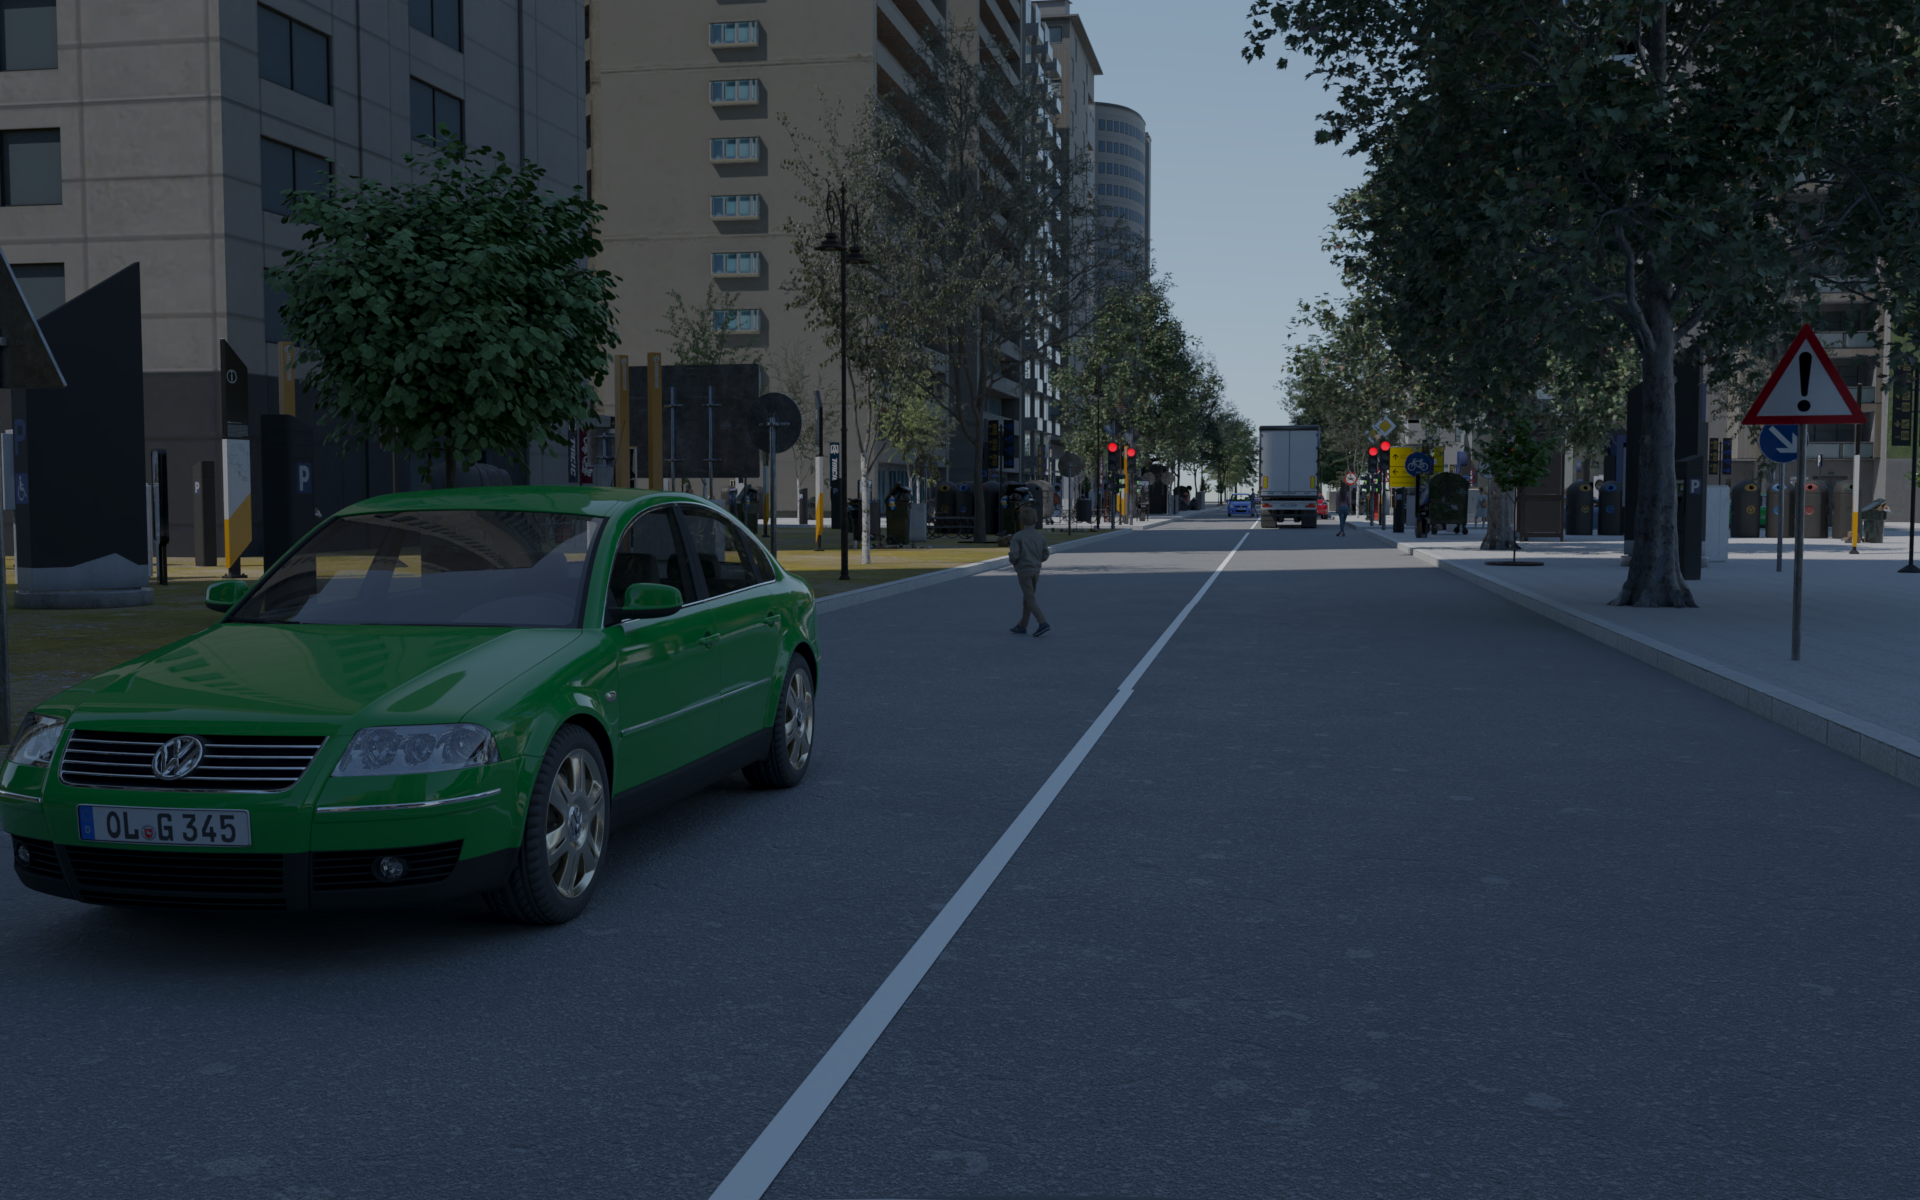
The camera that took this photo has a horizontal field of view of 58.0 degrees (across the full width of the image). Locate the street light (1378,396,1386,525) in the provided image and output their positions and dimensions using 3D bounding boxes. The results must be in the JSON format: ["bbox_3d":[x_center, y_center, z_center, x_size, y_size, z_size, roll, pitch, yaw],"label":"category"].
[{"bbox_3d":[17.299,-6.015,71.133,0.468,5.910,1.993,1,4,10],"label":"street light"}]

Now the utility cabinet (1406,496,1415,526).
[{"bbox_3d":[18.554,-3.593,69.903,1.020,1.237,0.306,1,4,22],"label":"utility cabinet"}]

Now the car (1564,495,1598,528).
[{"bbox_3d":[23.495,-3.244,65.045,4.499,1.417,2.014,1,4,10],"label":"car"}]

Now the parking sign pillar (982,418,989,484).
[{"bbox_3d":[0.783,-4.446,61.163,1.447,3.967,1.447,0,4,-1],"label":"parking sign pillar"}]

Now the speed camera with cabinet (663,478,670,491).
[{"bbox_3d":[-24.282,-9.320,146.712,2.038,3.252,0.660,-3,5,-45],"label":"speed camera with cabinet"}]

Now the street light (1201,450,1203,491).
[{"bbox_3d":[20.684,-10.701,147.747,0.468,5.910,1.993,1,4,10],"label":"street light"}]

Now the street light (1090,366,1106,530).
[{"bbox_3d":[4.996,-5.490,62.543,0.468,5.910,1.993,1,4,10],"label":"street light"}]

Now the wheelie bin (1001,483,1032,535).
[{"bbox_3d":[1.659,-2.546,49.537,0.980,1.594,0.693,-3,4,-37],"label":"wheelie bin"}]

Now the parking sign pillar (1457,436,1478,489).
[{"bbox_3d":[22.791,-5.495,78.314,1.447,3.967,1.447,1,4,8],"label":"parking sign pillar"}]

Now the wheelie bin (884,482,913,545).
[{"bbox_3d":[-1.555,-2.209,44.023,0.693,1.594,0.980,0,4,4],"label":"wheelie bin"}]

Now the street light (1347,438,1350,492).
[{"bbox_3d":[23.945,-8.206,106.952,0.468,5.910,1.993,1,4,10],"label":"street light"}]

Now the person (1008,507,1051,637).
[{"bbox_3d":[0.684,-0.289,17.502,0.475,1.303,0.640,-3,5,-44],"label":"person"}]

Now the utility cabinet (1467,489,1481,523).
[{"bbox_3d":[22.198,-4.088,75.521,1.173,1.500,0.318,-2,4,-25],"label":"utility cabinet"}]

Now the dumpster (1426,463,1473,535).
[{"bbox_3d":[15.502,-3.227,55.253,1.502,2.255,1.985,1,4,10],"label":"dumpster"}]

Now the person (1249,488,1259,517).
[{"bbox_3d":[18.036,-5.989,106.449,0.654,1.822,0.581,3,5,41],"label":"person"}]

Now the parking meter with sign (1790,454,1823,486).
[{"bbox_3d":[36.996,-4.900,76.382,1.738,3.016,0.543,1,4,16],"label":"parking meter with sign"}]

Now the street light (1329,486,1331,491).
[{"bbox_3d":[30.998,-10.556,145.386,0.468,5.910,1.993,1,4,10],"label":"street light"}]

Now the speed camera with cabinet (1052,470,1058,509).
[{"bbox_3d":[7.093,-8.885,139.603,2.038,3.252,0.660,-1,4,-21],"label":"speed camera with cabinet"}]

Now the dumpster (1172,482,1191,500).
[{"bbox_3d":[18.048,-8.496,141.407,1.502,2.255,1.985,1,4,10],"label":"dumpster"}]

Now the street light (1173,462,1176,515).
[{"bbox_3d":[13.429,-8.283,108.222,0.468,5.910,1.993,1,4,10],"label":"street light"}]

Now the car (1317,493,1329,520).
[{"bbox_3d":[20.026,-5.497,98.910,2.155,1.783,4.494,1,4,9],"label":"car"}]

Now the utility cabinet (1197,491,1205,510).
[{"bbox_3d":[19.751,-8.155,142.012,0.318,1.500,1.173,-1,4,-11],"label":"utility cabinet"}]

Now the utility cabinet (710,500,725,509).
[{"bbox_3d":[-3.197,-0.522,19.691,1.020,1.237,0.306,1,4,16],"label":"utility cabinet"}]

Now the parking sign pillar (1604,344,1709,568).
[{"bbox_3d":[12.474,-2.575,30.580,1.447,3.967,1.447,-3,5,-43],"label":"parking sign pillar"}]

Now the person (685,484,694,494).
[{"bbox_3d":[-11.083,-3.815,70.851,0.573,1.828,0.580,-2,4,-35],"label":"person"}]

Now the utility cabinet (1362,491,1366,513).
[{"bbox_3d":[29.707,-7.416,129.930,1.173,1.500,0.318,-1,4,-18],"label":"utility cabinet"}]

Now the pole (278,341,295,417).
[{"bbox_3d":[-9.030,-1.801,23.294,0.158,3.312,0.155,0,3,0],"label":"pole"}]

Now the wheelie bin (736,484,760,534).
[{"bbox_3d":[-6.827,-2.929,55.804,0.693,1.594,0.980,-1,4,-23],"label":"wheelie bin"}]

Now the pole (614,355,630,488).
[{"bbox_3d":[-4.969,-1.937,25.510,0.158,3.312,0.155,0,3,0],"label":"pole"}]

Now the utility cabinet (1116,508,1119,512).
[{"bbox_3d":[11.516,-6.855,120.752,1.173,1.500,0.318,0,4,-1],"label":"utility cabinet"}]

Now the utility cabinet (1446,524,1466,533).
[{"bbox_3d":[16.669,-2.873,58.138,0.306,1.237,1.020,0,4,-7],"label":"utility cabinet"}]

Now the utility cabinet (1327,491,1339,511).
[{"bbox_3d":[27.545,-7.268,127.508,1.173,1.500,0.318,-2,4,-28],"label":"utility cabinet"}]

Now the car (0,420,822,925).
[{"bbox_3d":[-1.888,0.093,7.277,1.959,1.807,4.718,1,4,10],"label":"car"}]

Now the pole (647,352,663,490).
[{"bbox_3d":[-4.404,-1.908,25.044,0.158,3.312,0.155,0,3,0],"label":"pole"}]

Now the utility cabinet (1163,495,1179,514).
[{"bbox_3d":[13.849,-6.278,113.814,1.020,1.237,0.306,0,4,0],"label":"utility cabinet"}]

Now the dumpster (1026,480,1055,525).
[{"bbox_3d":[3.237,-4.057,72.098,1.264,1.857,1.865,1,4,10],"label":"dumpster"}]

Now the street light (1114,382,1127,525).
[{"bbox_3d":[6.637,-6.038,71.509,0.468,5.910,1.993,1,4,10],"label":"street light"}]

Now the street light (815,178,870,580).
[{"bbox_3d":[-1.728,-3.240,25.768,0.468,5.910,1.993,1,4,10],"label":"street light"}]

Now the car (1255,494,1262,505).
[{"bbox_3d":[34.365,-11.678,199.974,2.155,1.783,4.494,1,4,10],"label":"car"}]

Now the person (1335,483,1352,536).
[{"bbox_3d":[12.964,-3.059,58.529,0.555,1.821,0.388,0,4,-2],"label":"person"}]

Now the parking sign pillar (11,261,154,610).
[{"bbox_3d":[-10.069,-1.917,19.811,1.447,3.967,1.447,3,5,41],"label":"parking sign pillar"}]

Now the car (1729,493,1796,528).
[{"bbox_3d":[28.723,-3.329,63.232,4.718,1.807,1.959,1,4,8],"label":"car"}]

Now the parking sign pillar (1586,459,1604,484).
[{"bbox_3d":[21.862,-4.203,57.186,1.447,3.967,1.447,-2,4,-29],"label":"parking sign pillar"}]

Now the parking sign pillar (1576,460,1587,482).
[{"bbox_3d":[35.694,-6.776,99.254,1.447,3.967,1.447,2,4,35],"label":"parking sign pillar"}]

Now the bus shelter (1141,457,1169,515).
[{"bbox_3d":[12.579,-7.259,109.965,1.731,3.624,6.357,1,4,10],"label":"bus shelter"}]

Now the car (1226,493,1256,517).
[{"bbox_3d":[17.955,-6.183,110.678,1.945,1.707,3.694,1,4,9],"label":"car"}]

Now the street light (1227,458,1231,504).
[{"bbox_3d":[35.583,-15.646,228.592,0.468,5.910,1.993,1,4,10],"label":"street light"}]

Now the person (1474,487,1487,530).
[{"bbox_3d":[19.798,-3.442,65.777,0.512,1.701,0.522,-2,4,-25],"label":"person"}]

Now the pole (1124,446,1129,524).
[{"bbox_3d":[7.059,-4.871,73.476,0.158,3.312,0.155,0,3,0],"label":"pole"}]

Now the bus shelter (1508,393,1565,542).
[{"bbox_3d":[16.516,-4.440,50.224,2.179,5.291,8.768,1,4,10],"label":"bus shelter"}]
